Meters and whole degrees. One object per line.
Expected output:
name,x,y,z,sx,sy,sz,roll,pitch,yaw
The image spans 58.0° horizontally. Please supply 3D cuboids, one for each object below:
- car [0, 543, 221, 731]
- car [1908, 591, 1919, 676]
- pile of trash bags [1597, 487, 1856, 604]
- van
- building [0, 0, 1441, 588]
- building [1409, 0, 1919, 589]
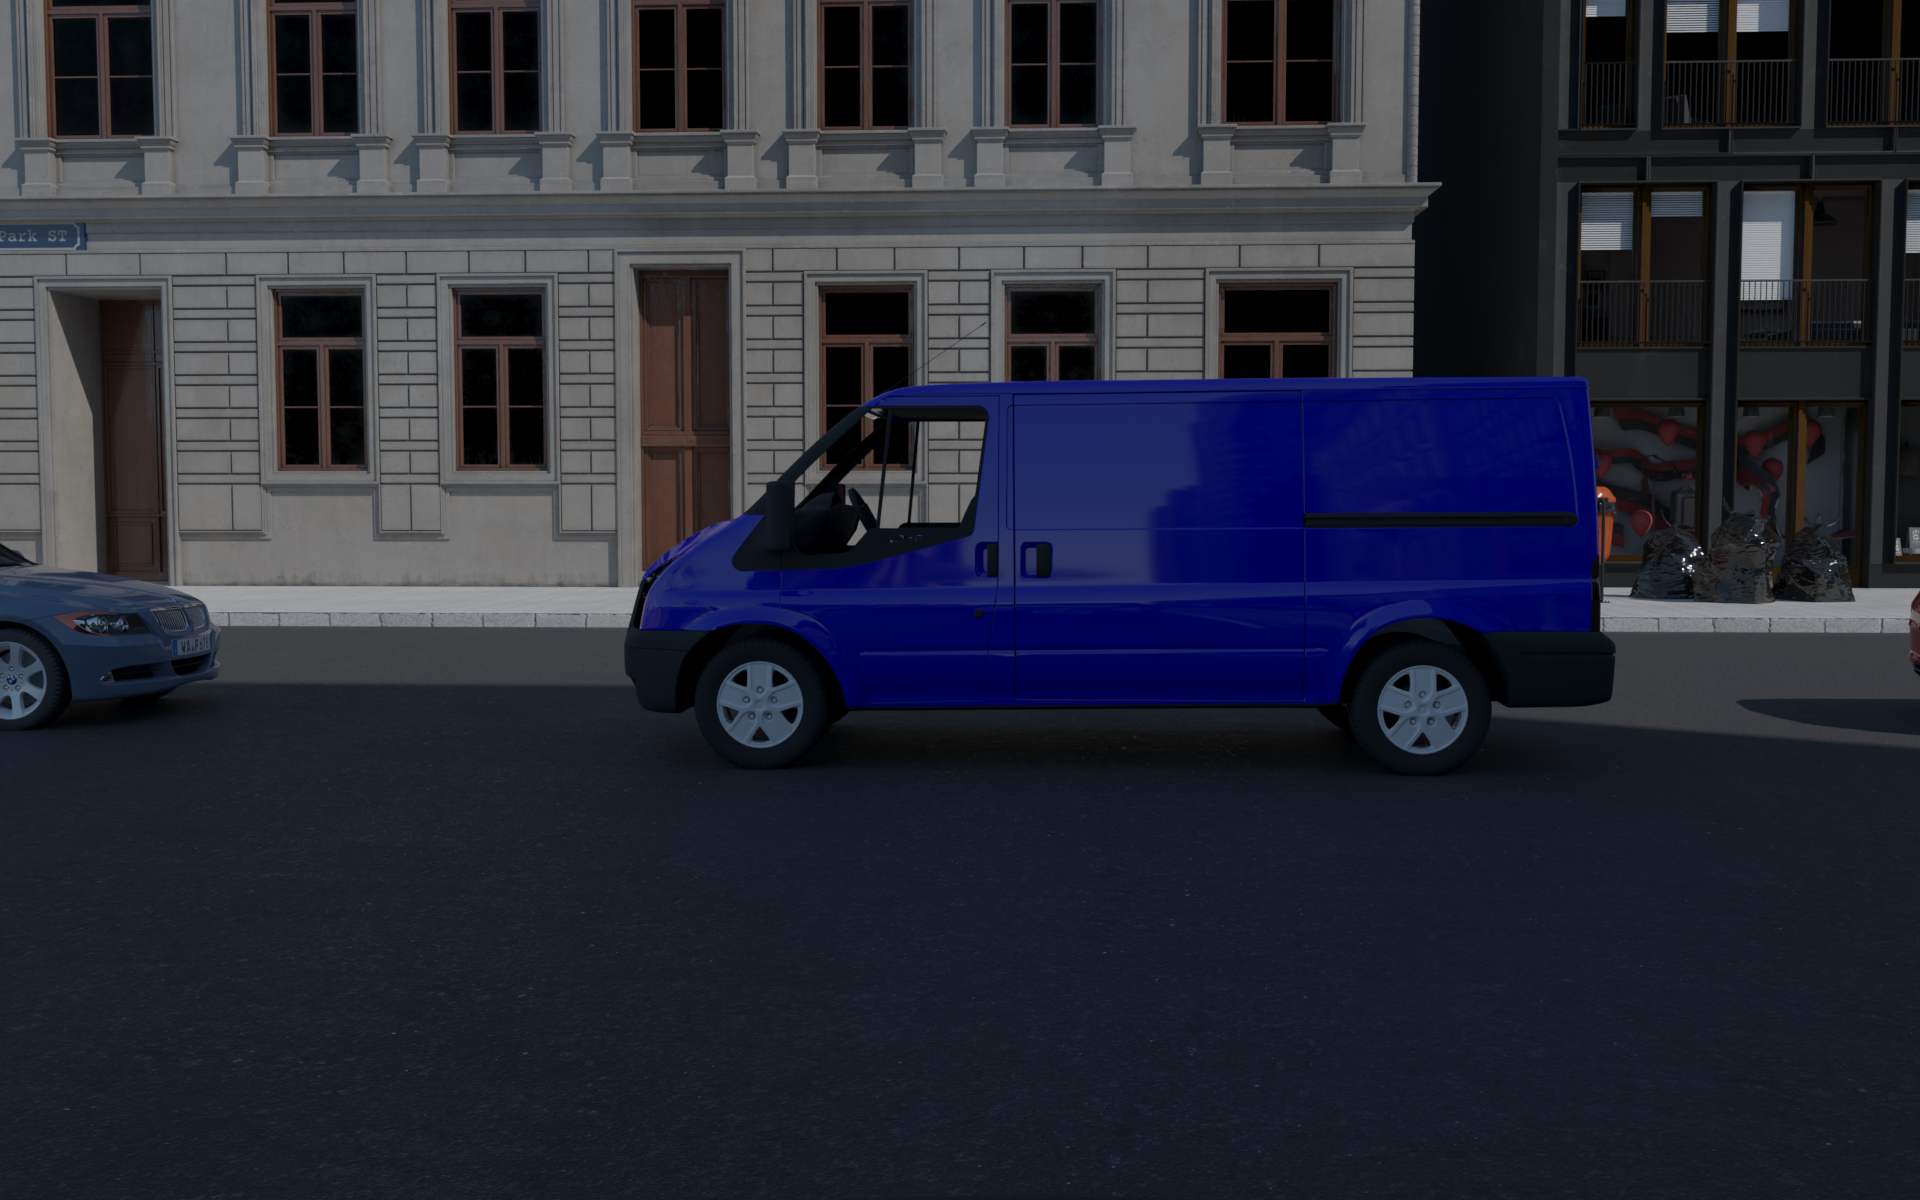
car,-7.218,0.041,11.330,4.499,1.417,2.014,0,4,2
car,8.297,-0.090,10.519,4.494,1.783,2.155,0,4,3
pile of trash bags,8.879,-0.686,20.965,3.447,1.369,1.912,-1,4,-14
van,0.771,-0.327,9.725,5.245,2.365,2.240,0,4,4
building,-3.517,-11.735,28.026,21.152,22.565,11.583,0,4,3
building,16.040,-12.170,28.655,15.834,23.373,12.332,0,4,3
